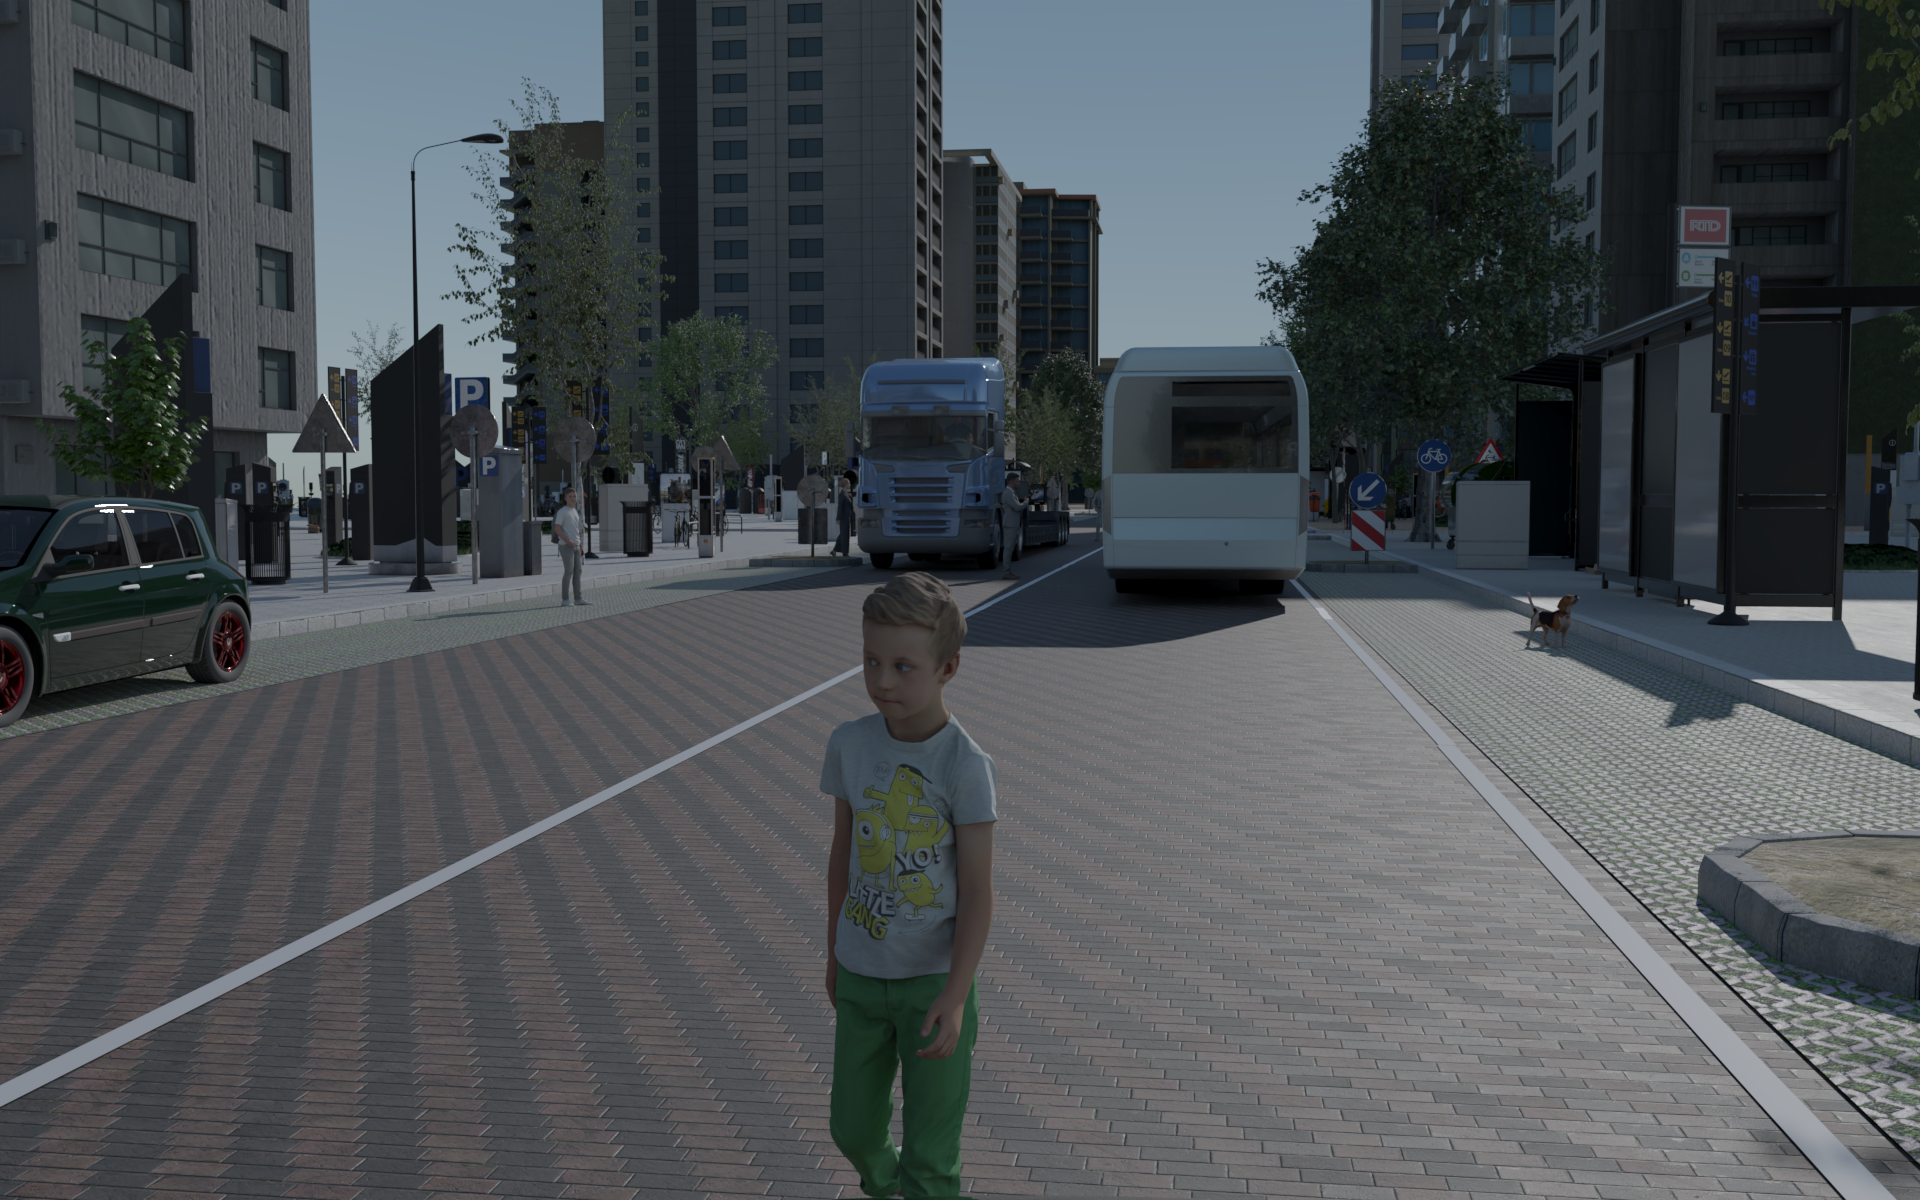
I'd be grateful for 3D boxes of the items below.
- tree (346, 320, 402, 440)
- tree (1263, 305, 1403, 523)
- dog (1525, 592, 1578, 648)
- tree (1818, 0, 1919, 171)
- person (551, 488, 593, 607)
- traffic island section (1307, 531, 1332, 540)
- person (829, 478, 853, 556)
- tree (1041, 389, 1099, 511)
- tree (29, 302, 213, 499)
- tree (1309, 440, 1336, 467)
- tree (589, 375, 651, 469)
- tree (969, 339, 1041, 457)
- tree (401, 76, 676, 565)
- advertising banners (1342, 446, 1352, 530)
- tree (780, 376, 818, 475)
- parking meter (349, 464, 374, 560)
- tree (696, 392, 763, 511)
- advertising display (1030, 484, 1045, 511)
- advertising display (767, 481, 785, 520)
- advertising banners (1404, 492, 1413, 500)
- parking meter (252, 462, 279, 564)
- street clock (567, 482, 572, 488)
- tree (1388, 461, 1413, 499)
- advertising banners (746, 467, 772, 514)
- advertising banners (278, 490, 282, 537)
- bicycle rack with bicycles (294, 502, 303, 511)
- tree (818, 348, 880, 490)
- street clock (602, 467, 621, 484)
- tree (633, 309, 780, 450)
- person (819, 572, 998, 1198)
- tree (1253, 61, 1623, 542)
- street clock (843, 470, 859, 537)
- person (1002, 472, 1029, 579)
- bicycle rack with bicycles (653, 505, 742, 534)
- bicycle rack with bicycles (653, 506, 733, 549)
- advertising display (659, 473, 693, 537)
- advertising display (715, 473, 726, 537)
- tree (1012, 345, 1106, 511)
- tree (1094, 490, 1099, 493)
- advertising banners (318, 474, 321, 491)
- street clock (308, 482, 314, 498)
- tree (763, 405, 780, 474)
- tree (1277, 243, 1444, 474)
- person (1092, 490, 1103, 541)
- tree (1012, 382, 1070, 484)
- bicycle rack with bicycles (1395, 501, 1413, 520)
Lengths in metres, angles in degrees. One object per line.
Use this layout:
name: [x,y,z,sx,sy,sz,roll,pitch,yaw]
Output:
tree: [-24.009,-7.529,73.463,4.360,8.622,3.978,0,3,0]
tree: [16.615,-8.674,76.228,8.767,10.594,7.601,1,4,12]
dog: [5.520,0.190,16.174,0.540,0.507,0.406,2,4,30]
tree: [7.377,-3.729,11.328,4.737,8.622,4.395,0,3,0]
person: [-4.939,-0.668,22.025,0.523,1.515,0.503,-1,4,-11]
traffic island section: [10.687,-2.000,54.979,2.009,0.180,2.903,1,4,8]
person: [-2.579,-1.776,37.958,0.534,1.772,0.576,-1,4,-15]
tree: [6.886,-10.422,120.765,4.737,8.622,4.395,0,3,0]
tree: [-8.079,-1.389,17.309,1.663,3.219,1.824,0,3,0]
tree: [21.085,-9.547,106.455,4.737,8.622,4.395,0,3,0]
tree: [-20.725,-9.531,106.199,4.737,8.622,4.395,0,3,0]
tree: [1.392,-8.071,82.326,4.737,8.622,4.395,0,3,0]
tree: [-6.893,-4.917,30.761,4.360,8.622,3.978,0,3,0]
advertising banners: [13.979,-4.060,62.572,0.090,3.025,2.074,0,4,5]
tree: [-8.415,-9.403,104.096,4.360,8.622,3.978,0,3,0]
parking meter: [-11.588,-1.702,33.534,0.399,1.863,0.255,0,4,3]
tree: [-17.440,-10.669,124.807,4.737,8.622,4.395,0,3,0]
advertising display: [4.791,-6.232,107.107,0.974,1.923,0.123,2,4,31]
advertising display: [-9.264,-5.016,87.224,0.974,1.923,0.123,1,4,17]
advertising banners: [32.619,-7.843,124.422,2.074,3.025,0.090,-2,4,-30]
parking meter: [-12.804,-1.605,31.953,0.399,1.863,0.255,0,4,1]
street clock: [-24.178,-6.311,107.748,0.358,2.002,0.471,2,4,24]
tree: [25.530,-6.437,99.848,1.663,3.219,1.824,0,3,0]
advertising banners: [-12.622,-6.979,110.300,2.074,3.025,0.090,0,4,4]
advertising banners: [-21.086,-3.380,51.454,0.090,3.025,2.074,2,4,34]
bicycle rack with bicycles: [-50.174,-7.404,134.439,2.925,0.926,2.852,-2,4,-23]
tree: [-4.868,-8.438,88.316,4.360,8.622,3.978,0,3,0]
street clock: [-9.182,-2.514,45.666,0.471,2.002,0.358,2,4,30]
tree: [-14.136,-10.426,96.217,9.928,11.665,9.643,0,3,0]
person: [-0.088,0.599,2.954,0.306,1.304,0.590,0,4,2]
tree: [12.507,-7.895,46.095,9.611,12.733,9.660,0,3,0]
street clock: [-3.251,-2.904,52.048,0.471,2.002,0.358,2,4,26]
person: [0.933,-1.259,29.265,0.466,1.800,0.511,0,4,-5]
bicycle rack with bicycles: [-8.272,-2.592,55.756,2.852,0.926,2.925,-2,4,-34]
bicycle rack with bicycles: [-7.148,-1.731,41.683,2.852,0.926,2.925,0,4,0]
advertising display: [-8.506,-2.853,51.861,0.974,1.923,0.123,0,4,-3]
advertising display: [-7.385,-2.870,52.135,0.123,1.923,0.974,2,4,27]
tree: [8.166,-13.254,133.713,9.611,12.733,9.660,0,3,0]
tree: [12.863,-10.657,168.841,1.663,3.219,1.824,0,3,0]
advertising banners: [-53.950,-9.314,148.475,2.074,3.025,0.090,0,4,-3]
street clock: [-40.104,-6.268,107.058,0.358,2.002,0.471,-1,4,-21]
tree: [-15.885,-11.143,132.557,4.737,8.622,4.395,0,3,0]
tree: [15.919,-8.704,68.073,9.928,11.665,9.643,0,3,0]
person: [4.415,-2.742,53.433,0.635,1.810,0.391,-1,4,-15]
tree: [5.205,-10.046,114.613,4.360,8.622,3.978,0,3,0]
bicycle rack with bicycles: [22.241,-4.515,87.205,2.852,0.926,2.925,0,4,0]
